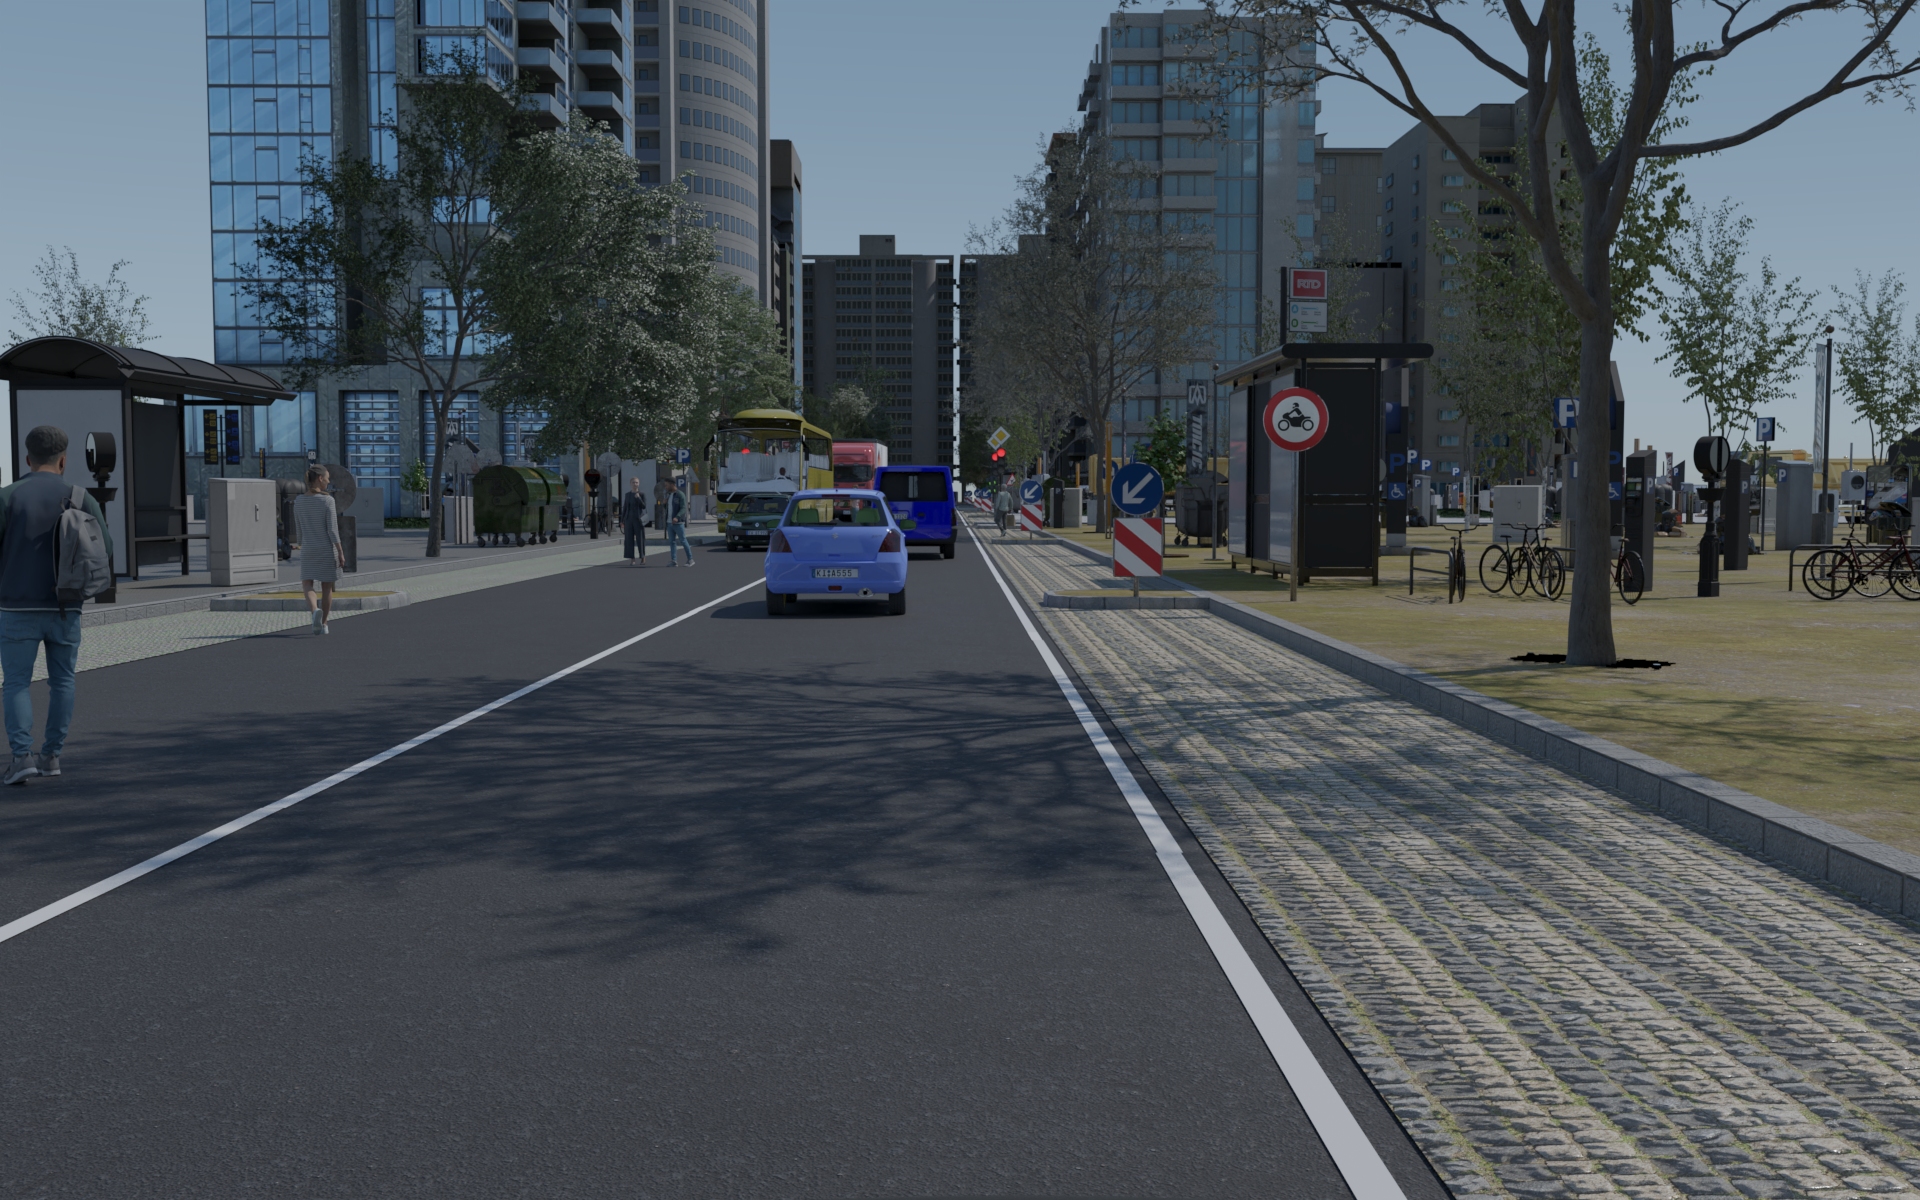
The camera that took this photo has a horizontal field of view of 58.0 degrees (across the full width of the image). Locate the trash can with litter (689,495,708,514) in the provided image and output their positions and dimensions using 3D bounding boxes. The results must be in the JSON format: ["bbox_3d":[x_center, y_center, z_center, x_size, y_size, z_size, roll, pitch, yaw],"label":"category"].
[{"bbox_3d":[-18.963,-7.045,126.241,2.233,1.210,1.678,-3,5,-43],"label":"trash can with litter"}]

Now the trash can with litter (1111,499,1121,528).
[{"bbox_3d":[6.077,-3.358,66.286,0.624,1.170,1.055,-2,4,-31],"label":"trash can with litter"}]

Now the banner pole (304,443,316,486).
[{"bbox_3d":[-31.788,-5.789,84.670,0.401,3.779,0.863,2,4,34],"label":"banner pole"}]

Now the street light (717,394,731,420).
[{"bbox_3d":[-10.851,-6.541,79.739,0.468,5.910,1.993,0,4,0],"label":"street light"}]

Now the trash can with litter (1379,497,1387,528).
[{"bbox_3d":[16.023,-3.258,64.650,1.055,1.170,0.624,-3,5,-43],"label":"trash can with litter"}]

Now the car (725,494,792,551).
[{"bbox_3d":[-4.973,-2.134,44.673,2.009,1.686,4.222,0,4,1],"label":"car"}]

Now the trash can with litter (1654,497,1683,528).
[{"bbox_3d":[25.837,-3.175,63.297,1.055,1.170,0.624,0,4,-7],"label":"trash can with litter"}]

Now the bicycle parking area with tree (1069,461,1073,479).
[{"bbox_3d":[12.165,-9.987,150.286,8.231,4.147,9.016,1,4,19],"label":"bicycle parking area with tree"}]

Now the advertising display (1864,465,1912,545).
[{"bbox_3d":[20.597,-2.033,38.460,0.123,1.923,0.974,-2,4,-33],"label":"advertising display"}]

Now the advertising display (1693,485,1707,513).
[{"bbox_3d":[50.306,-6.888,117.827,0.974,1.923,0.123,0,4,-2],"label":"advertising display"}]

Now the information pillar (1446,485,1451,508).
[{"bbox_3d":[39.698,-8.333,140.739,0.304,2.012,0.304,-3,5,-42],"label":"information pillar"}]

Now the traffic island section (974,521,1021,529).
[{"bbox_3d":[1.654,-3.513,79.720,2.009,0.180,2.903,0,4,0],"label":"traffic island section"}]

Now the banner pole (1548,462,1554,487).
[{"bbox_3d":[46.461,-8.949,136.336,0.401,3.779,0.863,-1,4,-15],"label":"banner pole"}]

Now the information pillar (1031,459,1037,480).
[{"bbox_3d":[4.741,-7.323,111.093,0.183,3.616,0.504,-3,5,-44],"label":"information pillar"}]

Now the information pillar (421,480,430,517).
[{"bbox_3d":[-26.160,-4.909,84.752,0.304,2.012,0.304,2,4,31],"label":"information pillar"}]

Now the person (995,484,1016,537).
[{"bbox_3d":[1.539,-2.998,58.010,0.782,1.767,0.515,-3,5,-42],"label":"person"}]

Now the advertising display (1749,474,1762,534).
[{"bbox_3d":[25.263,-3.092,55.773,0.974,1.923,0.123,1,4,10],"label":"advertising display"}]

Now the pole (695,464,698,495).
[{"bbox_3d":[-15.110,-6.452,99.328,0.158,3.312,0.155,0,3,0],"label":"pole"}]

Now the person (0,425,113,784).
[{"bbox_3d":[-4.640,0.005,8.764,0.721,1.781,0.623,3,5,40],"label":"person"}]

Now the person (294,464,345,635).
[{"bbox_3d":[-6.490,-0.509,17.567,0.466,1.731,0.760,-2,4,-27],"label":"person"}]

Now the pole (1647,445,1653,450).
[{"bbox_3d":[28.771,-4.800,72.322,0.158,3.312,0.155,0,3,0],"label":"pole"}]

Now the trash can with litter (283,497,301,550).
[{"bbox_3d":[-15.776,-1.767,39.946,1.678,1.210,2.233,2,4,34],"label":"trash can with litter"}]

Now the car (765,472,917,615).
[{"bbox_3d":[-1.510,-0.750,21.861,1.945,1.707,3.694,0,4,-2],"label":"car"}]

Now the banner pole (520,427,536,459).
[{"bbox_3d":[-16.193,-4.566,64.669,0.863,3.779,0.401,1,4,11],"label":"banner pole"}]

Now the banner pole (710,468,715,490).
[{"bbox_3d":[-19.238,-8.905,135.610,0.863,3.779,0.401,1,4,18],"label":"banner pole"}]

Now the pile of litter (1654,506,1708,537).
[{"bbox_3d":[21.011,-2.286,51.342,1.176,0.858,1.719,-3,5,-40],"label":"pile of litter"}]

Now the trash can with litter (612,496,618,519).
[{"bbox_3d":[-18.045,-4.859,90.835,0.624,1.170,1.055,-2,4,-34],"label":"trash can with litter"}]

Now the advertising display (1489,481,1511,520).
[{"bbox_3d":[26.171,-4.816,83.959,0.974,1.923,0.123,3,4,36],"label":"advertising display"}]

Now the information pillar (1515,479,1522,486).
[{"bbox_3d":[26.428,-4.741,82.007,0.304,2.012,0.304,1,4,9],"label":"information pillar"}]

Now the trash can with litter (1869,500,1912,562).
[{"bbox_3d":[17.800,-1.304,32.711,1.055,1.170,0.624,-1,4,-16],"label":"trash can with litter"}]

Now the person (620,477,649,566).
[{"bbox_3d":[-6.556,-1.588,34.880,0.576,1.772,0.534,0,4,-7],"label":"person"}]

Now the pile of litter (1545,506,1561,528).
[{"bbox_3d":[22.526,-3.158,65.595,1.176,0.858,1.719,3,4,36],"label":"pile of litter"}]

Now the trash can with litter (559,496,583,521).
[{"bbox_3d":[-19.014,-4.358,82.303,2.233,1.210,1.678,0,4,6],"label":"trash can with litter"}]

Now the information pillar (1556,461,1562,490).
[{"bbox_3d":[40.676,-7.709,117.388,0.504,3.616,0.183,2,4,34],"label":"information pillar"}]

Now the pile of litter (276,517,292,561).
[{"bbox_3d":[-13.521,-1.189,33.401,1.176,0.858,1.719,0,4,7],"label":"pile of litter"}]

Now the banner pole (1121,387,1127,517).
[{"bbox_3d":[3.839,-3.088,40.503,0.401,3.779,0.863,0,4,-1],"label":"banner pole"}]

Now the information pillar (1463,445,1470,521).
[{"bbox_3d":[24.365,-5.621,83.265,0.183,3.616,0.504,-1,4,-9],"label":"information pillar"}]

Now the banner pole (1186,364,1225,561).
[{"bbox_3d":[4.698,-2.647,33.296,0.863,3.779,0.401,-1,4,-20],"label":"banner pole"}]

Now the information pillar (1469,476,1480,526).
[{"bbox_3d":[21.006,-4.051,70.724,0.304,2.012,0.304,-1,4,-10],"label":"information pillar"}]

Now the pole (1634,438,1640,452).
[{"bbox_3d":[24.809,-4.264,63.563,0.158,3.312,0.155,0,3,0],"label":"pole"}]

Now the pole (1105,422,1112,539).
[{"bbox_3d":[4.227,-3.393,49.311,0.158,3.312,0.155,0,3,0],"label":"pole"}]

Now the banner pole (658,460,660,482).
[{"bbox_3d":[-14.621,-5.638,82.199,0.863,3.779,0.401,-1,4,-21],"label":"banner pole"}]

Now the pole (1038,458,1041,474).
[{"bbox_3d":[4.434,-6.292,96.716,0.158,3.312,0.155,0,3,0],"label":"pole"}]

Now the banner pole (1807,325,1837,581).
[{"bbox_3d":[12.708,-2.173,25.549,0.401,3.779,0.863,3,5,42],"label":"banner pole"}]

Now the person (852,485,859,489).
[{"bbox_3d":[-3.539,-3.098,59.743,0.643,1.750,0.593,0,4,2],"label":"person"}]

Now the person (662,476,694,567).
[{"bbox_3d":[-5.615,-1.550,34.190,0.623,1.781,0.721,2,4,31],"label":"person"}]

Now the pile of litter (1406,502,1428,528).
[{"bbox_3d":[17.302,-3.230,66.780,1.719,0.858,1.176,0,4,-6],"label":"pile of litter"}]

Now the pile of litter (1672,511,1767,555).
[{"bbox_3d":[16.262,-1.405,36.935,1.719,0.858,1.176,2,4,31],"label":"pile of litter"}]

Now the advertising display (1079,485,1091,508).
[{"bbox_3d":[8.910,-7.247,123.706,0.974,1.923,0.123,2,4,30],"label":"advertising display"}]

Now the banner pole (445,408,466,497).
[{"bbox_3d":[-14.567,-3.683,50.229,0.863,3.779,0.401,-3,5,-43],"label":"banner pole"}]
